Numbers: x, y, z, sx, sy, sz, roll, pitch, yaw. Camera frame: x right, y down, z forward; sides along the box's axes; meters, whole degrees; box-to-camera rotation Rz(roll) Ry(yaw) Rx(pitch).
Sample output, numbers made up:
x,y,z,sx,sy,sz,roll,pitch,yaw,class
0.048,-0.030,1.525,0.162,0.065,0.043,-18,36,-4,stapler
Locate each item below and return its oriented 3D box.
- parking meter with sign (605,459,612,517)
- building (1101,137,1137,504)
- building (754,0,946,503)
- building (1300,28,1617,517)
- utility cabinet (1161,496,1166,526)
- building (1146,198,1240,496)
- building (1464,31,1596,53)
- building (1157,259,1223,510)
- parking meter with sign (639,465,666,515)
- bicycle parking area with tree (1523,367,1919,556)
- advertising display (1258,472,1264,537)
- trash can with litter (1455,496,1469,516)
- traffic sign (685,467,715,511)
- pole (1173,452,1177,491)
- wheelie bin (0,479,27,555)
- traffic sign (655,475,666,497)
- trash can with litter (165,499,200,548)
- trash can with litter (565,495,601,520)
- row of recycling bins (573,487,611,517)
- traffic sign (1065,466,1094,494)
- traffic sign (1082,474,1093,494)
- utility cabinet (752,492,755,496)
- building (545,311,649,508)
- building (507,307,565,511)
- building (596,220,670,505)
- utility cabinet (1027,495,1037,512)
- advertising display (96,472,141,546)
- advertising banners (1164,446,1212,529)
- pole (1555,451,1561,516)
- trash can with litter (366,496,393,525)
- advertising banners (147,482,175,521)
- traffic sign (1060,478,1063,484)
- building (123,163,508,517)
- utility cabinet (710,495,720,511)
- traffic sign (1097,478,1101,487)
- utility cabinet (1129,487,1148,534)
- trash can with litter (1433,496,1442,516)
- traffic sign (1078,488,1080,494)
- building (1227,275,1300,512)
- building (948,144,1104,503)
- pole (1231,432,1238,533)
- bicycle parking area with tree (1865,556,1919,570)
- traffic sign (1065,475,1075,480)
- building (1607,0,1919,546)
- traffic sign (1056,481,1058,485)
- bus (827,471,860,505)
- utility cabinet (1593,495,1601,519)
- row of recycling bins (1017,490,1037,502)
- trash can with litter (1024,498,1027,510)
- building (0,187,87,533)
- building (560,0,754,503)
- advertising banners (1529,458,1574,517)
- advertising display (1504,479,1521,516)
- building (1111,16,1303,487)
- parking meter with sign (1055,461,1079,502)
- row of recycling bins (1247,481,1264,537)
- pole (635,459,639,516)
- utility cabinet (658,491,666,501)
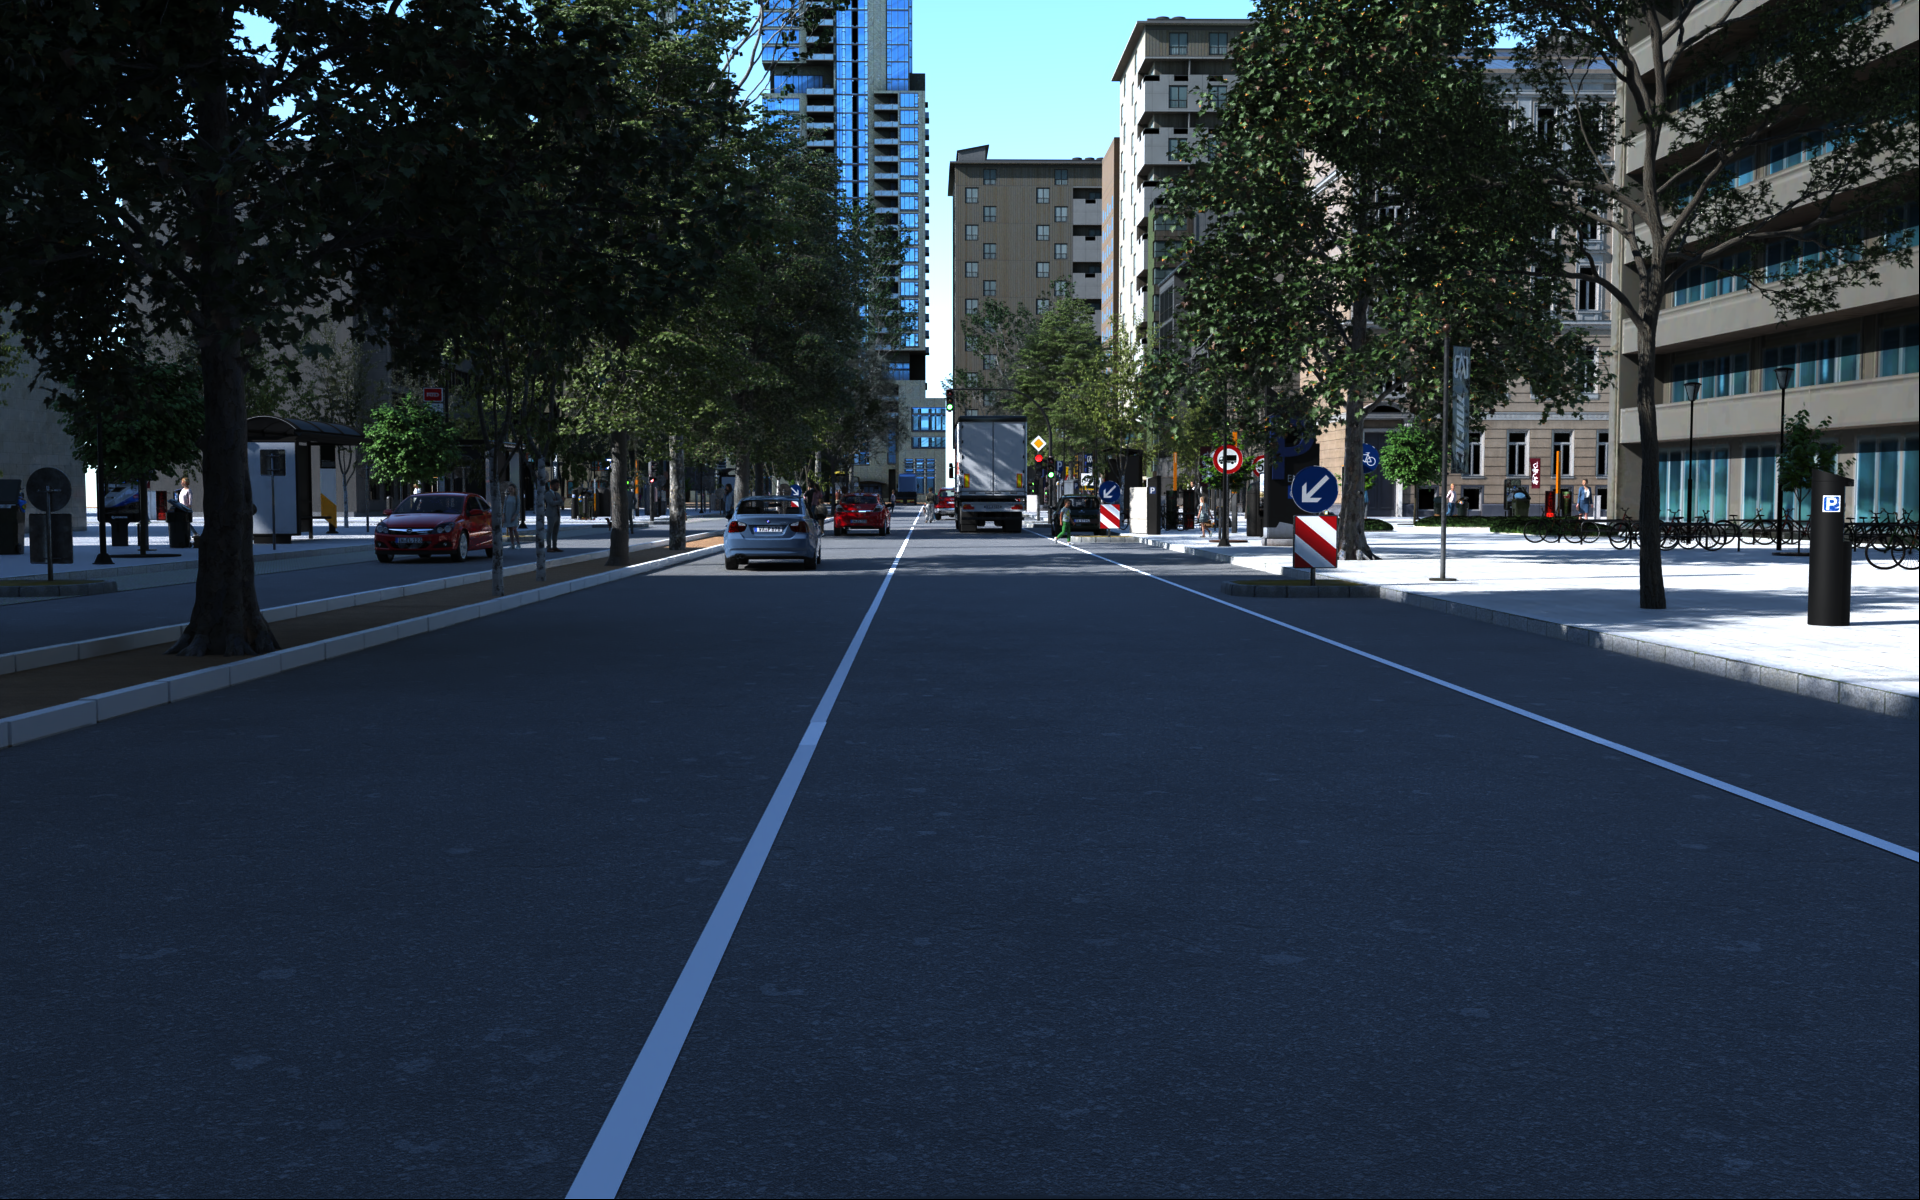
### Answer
x,y,z,sx,sy,sz,roll,pitch,yaw,class
-16.936,-5.476,85.798,0.543,3.016,1.738,1,4,13,parking meter with sign
24.954,-34.410,212.722,14.600,45.320,14.200,0,4,-1,building
-17.775,-58.176,263.843,31.000,86.520,22.319,0,4,-1,building
31.179,-19.367,102.557,20.117,28.700,13.634,0,4,-1,building
8.114,-3.558,69.331,0.306,1.237,1.020,1,4,10,utility cabinet
25.233,-24.423,171.024,14.160,30.474,14.107,0,4,-1,building
57.741,-37.699,205.622,27.495,52.752,28.713,0,4,-1,building
25.264,-19.828,143.248,14.314,24.678,30.058,0,4,-1,building
-18.868,-6.696,105.736,1.738,3.016,0.543,-2,4,-30,parking meter with sign
18.592,-3.365,42.026,9.016,4.147,8.231,1,4,15,bicycle parking area with tree
9.147,-2.803,51.044,0.123,1.923,0.974,-2,4,-28,advertising display
23.977,-4.403,83.370,0.624,1.170,1.055,-2,4,-29,trash can with litter
-19.442,-8.290,129.414,2.265,3.308,0.079,0,4,7,traffic sign
10.478,-5.537,84.368,0.158,3.312,0.155,0,3,0,pole
-20.302,-1.767,36.797,0.980,1.594,0.693,-1,4,-12,wheelie bin
-19.953,-7.050,115.372,0.768,2.556,0.104,0,4,4,traffic sign
-18.333,-1.826,41.246,1.055,1.170,0.624,0,4,-1,trash can with litter
-18.533,-4.541,85.302,1.678,1.210,2.233,-1,4,-16,trash can with litter
-20.677,-5.593,98.560,1.069,1.692,3.534,2,4,28,row of recycling bins
8.809,-8.099,126.290,2.265,3.308,0.079,0,4,3,traffic sign
6.299,-5.108,85.644,0.606,2.300,0.079,0,4,2,traffic sign
-18.126,-8.749,151.725,0.318,1.500,1.173,0,4,-7,utility cabinet
-46.826,-19.978,171.678,27.650,21.520,28.899,0,4,-1,building
-39.733,-16.357,134.884,16.820,18.784,16.811,0,4,-1,building
-47.549,-33.769,206.755,28.867,44.769,22.147,0,4,-1,building
5.240,-6.893,123.869,1.020,1.237,0.306,3,5,44,utility cabinet
-20.676,-2.286,42.586,0.974,1.923,0.123,-1,4,-20,advertising display
8.311,-4.090,63.063,2.074,3.025,0.090,-2,4,-27,advertising banners
28.384,-5.402,82.173,0.158,3.312,0.155,0,3,0,pole
-23.780,-3.727,71.990,1.678,1.210,2.233,-1,4,-23,trash can with litter
-38.662,-5.364,83.897,2.074,3.025,0.090,-2,4,-30,advertising banners
8.393,-8.603,140.758,0.768,2.556,0.104,0,4,7,traffic sign
-39.473,-17.847,110.865,14.314,24.678,30.058,0,4,-1,building
-19.794,-7.824,139.089,0.306,1.237,1.020,-2,4,-26,utility cabinet
8.366,-6.364,106.177,0.606,2.300,0.079,0,4,7,traffic sign
5.896,-2.892,55.968,0.318,1.500,1.173,-1,4,-22,utility cabinet
23.636,-4.523,85.333,0.624,1.170,1.055,1,4,18,trash can with litter
7.529,-6.692,109.526,0.768,2.556,0.104,0,4,5,traffic sign
24.423,-16.518,119.219,9.793,20.994,18.267,0,4,-1,building
11.990,-41.587,269.186,27.495,52.752,28.713,0,4,-1,building
9.010,-3.849,56.778,0.158,3.312,0.155,0,3,0,pole
18.728,-2.354,25.488,9.016,4.147,8.231,1,4,21,bicycle parking area with tree
6.911,-6.590,107.849,0.768,2.556,0.104,0,4,7,traffic sign
33.122,-25.948,47.945,21.300,48.544,21.600,0,4,-1,building
9.016,-9.604,156.754,0.795,2.593,0.064,0,4,-1,traffic sign
-12.526,-12.026,188.168,2.896,3.916,12.252,0,4,0,bus
30.652,-4.414,83.334,0.306,1.237,1.020,1,4,18,utility cabinet
5.504,-9.036,154.851,3.534,1.692,1.069,3,4,38,row of recycling bins
5.343,-7.690,137.116,0.624,1.170,1.055,1,4,23,trash can with litter
-38.826,-12.222,54.577,16.860,20.320,10.420,0,4,-1,building
-48.783,-58.186,264.006,31.000,86.520,22.319,0,4,-1,building
28.584,-5.355,83.739,2.074,3.025,0.090,1,4,22,advertising banners
24.084,-4.301,75.530,0.974,1.923,0.123,-2,4,-33,advertising display
32.349,-36.824,191.315,28.713,52.752,27.495,0,4,-1,building
5.756,-5.717,89.731,1.738,3.016,0.543,3,5,43,parking meter with sign
9.490,-2.859,53.860,1.069,1.692,3.534,1,4,13,row of recycling bins
-18.592,-6.475,99.710,0.158,3.312,0.155,0,3,0,pole
-21.030,-6.974,122.710,0.318,1.500,1.173,0,4,-2,utility cabinet
